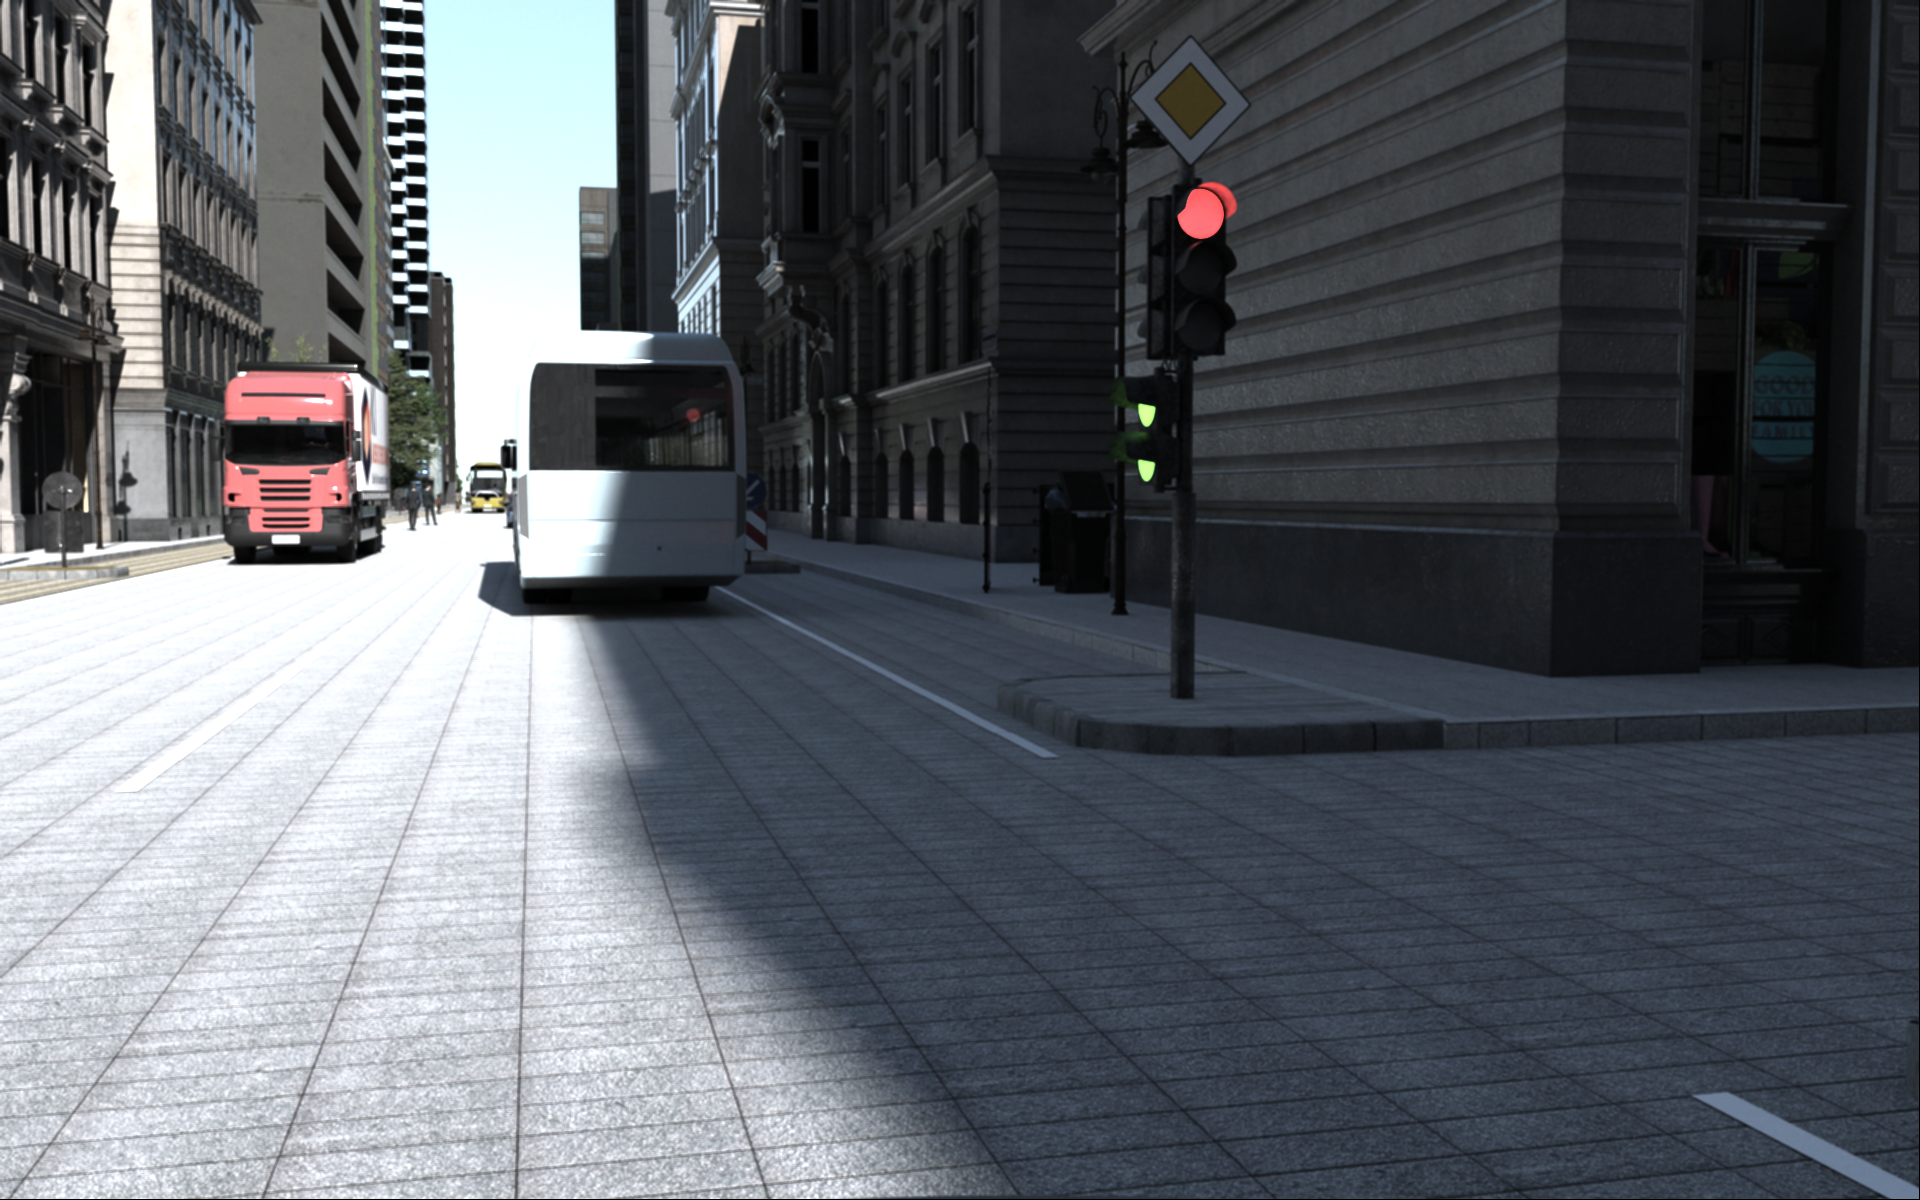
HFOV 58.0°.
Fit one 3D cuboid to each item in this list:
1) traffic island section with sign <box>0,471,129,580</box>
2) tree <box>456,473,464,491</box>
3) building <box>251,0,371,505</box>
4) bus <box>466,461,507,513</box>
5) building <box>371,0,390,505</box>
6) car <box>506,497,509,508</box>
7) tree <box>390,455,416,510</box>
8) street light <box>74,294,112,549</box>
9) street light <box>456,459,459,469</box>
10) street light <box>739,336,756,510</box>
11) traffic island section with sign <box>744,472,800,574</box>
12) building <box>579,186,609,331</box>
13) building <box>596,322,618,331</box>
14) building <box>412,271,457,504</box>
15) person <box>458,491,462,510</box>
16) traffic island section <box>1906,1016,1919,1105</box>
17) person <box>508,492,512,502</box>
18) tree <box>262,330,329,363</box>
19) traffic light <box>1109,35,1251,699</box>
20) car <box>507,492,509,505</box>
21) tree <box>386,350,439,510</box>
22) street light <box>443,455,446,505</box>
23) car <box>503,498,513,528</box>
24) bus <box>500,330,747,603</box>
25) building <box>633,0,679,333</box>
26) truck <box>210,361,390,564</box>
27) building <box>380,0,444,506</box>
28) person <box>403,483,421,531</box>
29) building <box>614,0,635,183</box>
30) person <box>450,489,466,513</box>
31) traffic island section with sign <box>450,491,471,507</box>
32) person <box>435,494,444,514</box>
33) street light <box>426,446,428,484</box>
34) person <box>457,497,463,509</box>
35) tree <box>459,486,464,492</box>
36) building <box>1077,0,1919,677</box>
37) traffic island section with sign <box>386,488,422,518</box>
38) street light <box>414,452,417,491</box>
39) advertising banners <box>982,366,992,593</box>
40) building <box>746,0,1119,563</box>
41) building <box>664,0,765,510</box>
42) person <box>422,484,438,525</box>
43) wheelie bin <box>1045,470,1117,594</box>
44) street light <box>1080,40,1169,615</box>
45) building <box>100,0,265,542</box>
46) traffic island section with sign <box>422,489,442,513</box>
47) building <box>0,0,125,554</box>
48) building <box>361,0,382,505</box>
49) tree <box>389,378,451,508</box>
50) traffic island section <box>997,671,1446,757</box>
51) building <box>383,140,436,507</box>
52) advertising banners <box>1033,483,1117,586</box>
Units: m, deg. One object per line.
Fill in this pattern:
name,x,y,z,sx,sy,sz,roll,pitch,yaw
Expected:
traffic island section with sign,-15.430,-1.285,29.645,1.989,1.847,2.006,-1,4,-14
tree,-68.242,-15.200,232.233,4.285,4.588,4.351,0,3,0
building,-42.554,-28.391,87.889,21.300,48.544,21.600,-1,4,-14
bus,-36.464,-8.714,134.015,2.896,3.916,12.252,-1,4,-14
building,-47.592,-28.716,119.625,14.600,45.320,14.200,-1,4,-14
car,-49.370,-10.786,185.394,2.155,1.783,4.494,-1,4,-12
tree,-46.226,-9.693,142.186,4.285,4.588,4.351,0,3,0
street light,-20.062,-4.124,40.221,0.468,5.910,1.993,-1,4,-14
street light,-66.345,-15.663,228.884,0.468,5.910,1.993,-1,4,-14
street light,-6.285,-4.770,50.776,0.468,5.910,1.993,-1,4,-14
traffic island section with sign,-4.088,-1.429,31.984,1.989,1.847,2.006,-1,4,-14
building,-44.015,-33.636,233.546,14.154,41.232,14.086,-1,4,-14
building,-26.315,-21.204,191.731,27.650,21.520,28.899,-1,4,-14
building,-71.889,-27.453,220.562,14.160,30.474,14.107,-1,4,-14
person,-44.070,-8.776,152.779,0.721,1.735,1.217,-2,4,-25
traffic island section,3.323,1.169,3.160,2.009,0.180,2.903,-1,4,-14
person,-57.399,-12.952,221.185,0.541,1.710,0.530,0,4,-7
tree,-30.179,-7.819,78.195,4.737,8.622,4.395,0,3,0
traffic light,1.382,-1.338,10.792,0.839,4.253,0.868,-1,4,-14
car,-59.556,-13.223,224.871,2.281,1.827,5.304,-1,4,-12
tree,-44.692,-13.284,135.321,7.486,12.596,7.792,0,3,0
street light,-58.330,-13.651,195.982,0.468,5.910,1.993,-1,4,-14
car,-18.398,-3.773,73.684,2.014,1.417,4.499,-1,4,-15
bus,-5.391,-1.907,26.037,2.948,3.499,13.247,-1,4,-15
building,-10.370,-34.842,111.667,21.231,58.520,28.212,-1,4,-14
truck,-14.581,-3.068,39.078,2.839,4.237,11.283,-1,4,-14
building,-70.407,-54.007,195.685,22.319,86.520,31.000,-1,4,-14
person,-21.542,-3.665,68.196,0.659,1.850,0.755,-1,4,-9
building,-19.021,-27.414,131.814,14.154,41.232,14.086,-1,4,-14
person,-38.929,-7.693,134.276,1.348,1.824,0.705,1,4,13
traffic island section with sign,-53.533,-10.799,185.195,1.989,1.847,2.006,-1,4,-14
person,-36.631,-6.728,121.758,0.557,1.426,1.065,1,4,14
street light,-50.316,-11.665,163.511,0.468,5.910,1.993,-1,4,-14
person,-46.604,-9.288,161.078,1.217,1.735,0.721,3,5,43
tree,-68.561,-14.774,236.155,1.663,3.219,1.824,0,3,0
building,11.964,-11.581,18.224,19.941,23.489,11.050,-1,4,-14
traffic island section with sign,-33.837,-5.881,104.790,1.989,1.847,2.006,-1,4,-14
street light,-46.299,-10.661,147.096,0.468,5.910,1.993,-1,4,-14
advertising banners,0.377,-1.655,23.249,0.090,3.025,2.074,0,4,3
building,1.644,-14.061,48.978,14.460,24.649,34.723,-1,4,-14
building,-5.423,-17.745,76.028,13.634,28.700,20.117,-1,4,-14
person,-24.484,-4.410,79.960,0.648,1.900,0.474,0,4,6
wheelie bin,1.540,-0.896,22.559,0.980,1.594,0.693,-1,4,-22
street light,1.704,-2.782,18.269,0.468,5.910,1.993,-1,4,-14
building,-28.058,-12.517,53.810,9.793,20.994,18.267,-1,4,-14
traffic island section with sign,-40.314,-7.498,131.224,1.989,1.847,2.006,-1,4,-14
building,-21.945,-10.655,25.124,10.553,20.767,40.483,-1,4,-14
building,-43.790,-25.844,106.145,14.154,41.232,14.086,-1,4,-14
tree,-49.159,-14.005,154.729,9.928,11.665,9.643,0,3,0
traffic island section,1.423,0.695,10.916,2.009,0.180,2.903,-1,4,-14
building,-68.736,-29.197,169.252,32.217,40.220,23.993,-1,4,-14
advertising banners,1.990,-1.732,24.507,2.074,3.025,0.090,-1,4,-23
